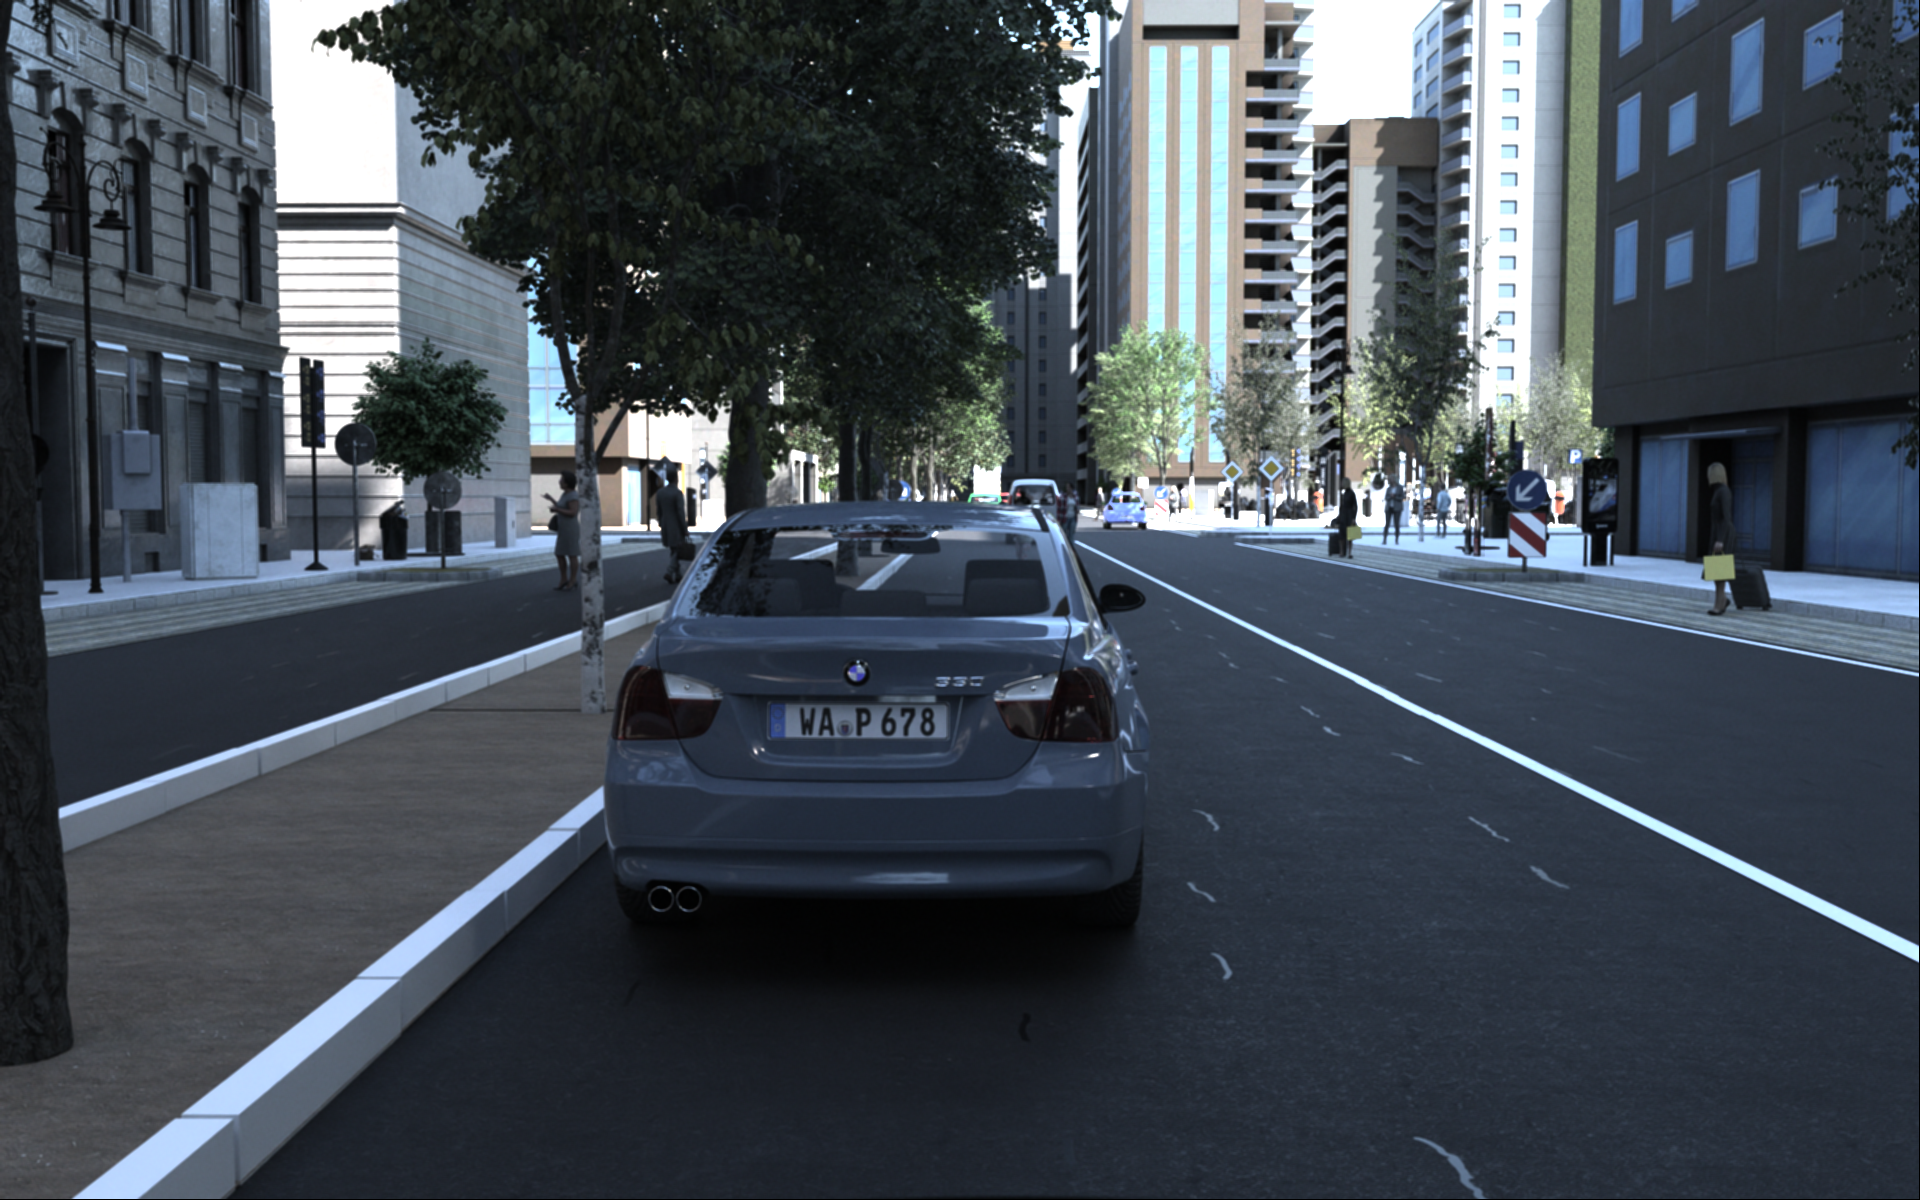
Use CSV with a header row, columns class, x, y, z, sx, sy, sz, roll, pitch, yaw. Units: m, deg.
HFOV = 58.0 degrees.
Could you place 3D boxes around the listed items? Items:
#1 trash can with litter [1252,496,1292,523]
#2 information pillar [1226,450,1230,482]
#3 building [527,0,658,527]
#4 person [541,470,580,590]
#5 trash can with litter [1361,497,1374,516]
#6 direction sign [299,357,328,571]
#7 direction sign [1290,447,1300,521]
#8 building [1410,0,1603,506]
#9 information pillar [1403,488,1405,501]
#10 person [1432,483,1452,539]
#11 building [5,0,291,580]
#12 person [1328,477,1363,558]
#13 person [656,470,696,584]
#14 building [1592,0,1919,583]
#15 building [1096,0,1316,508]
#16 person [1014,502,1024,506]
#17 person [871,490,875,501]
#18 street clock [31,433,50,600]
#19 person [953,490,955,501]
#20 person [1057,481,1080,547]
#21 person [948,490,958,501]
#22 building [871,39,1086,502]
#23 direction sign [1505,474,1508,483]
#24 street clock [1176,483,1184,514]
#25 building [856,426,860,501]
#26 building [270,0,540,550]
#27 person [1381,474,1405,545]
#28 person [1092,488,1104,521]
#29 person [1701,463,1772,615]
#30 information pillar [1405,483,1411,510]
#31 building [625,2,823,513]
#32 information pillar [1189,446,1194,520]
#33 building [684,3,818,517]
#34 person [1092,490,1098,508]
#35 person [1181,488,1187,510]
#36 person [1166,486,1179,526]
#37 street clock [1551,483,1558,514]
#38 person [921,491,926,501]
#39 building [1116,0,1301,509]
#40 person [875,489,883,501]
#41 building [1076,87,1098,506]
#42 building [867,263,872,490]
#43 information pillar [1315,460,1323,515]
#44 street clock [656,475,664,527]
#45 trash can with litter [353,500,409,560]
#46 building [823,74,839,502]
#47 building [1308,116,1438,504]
class,x,y,z,sx,sy,sz,roll,pitch,yaw
trash can with litter,13.942,-4.050,77.270,2.233,1.210,1.678,-1,4,-17
information pillar,13.901,-6.024,89.849,0.183,3.616,0.504,0,4,-4
building,-19.423,-25.795,71.867,14.600,45.320,14.200,0,4,1
person,-5.957,-1.037,25.817,0.532,1.782,0.716,-2,4,-30
trash can with litter,23.744,-5.524,101.697,1.055,1.170,0.624,-1,4,-21
direction sign,-10.865,-2.271,29.135,0.379,3.537,0.876,0,4,3
direction sign,16.025,-5.557,82.856,0.379,3.537,0.876,3,5,41
building,67.709,-40.089,197.455,28.212,58.520,21.231,0,4,1
information pillar,32.999,-8.434,129.254,0.504,3.616,0.183,3,5,45
person,13.953,-2.583,50.085,0.589,1.601,0.330,-2,4,-25
building,-17.864,-10.717,24.375,9.793,20.994,18.267,0,4,1
person,8.673,-1.849,38.950,0.699,1.804,1.509,1,4,10
person,-4.575,-1.181,27.913,0.694,1.812,0.767,3,4,36
building,20.318,-23.151,28.628,14.600,45.320,14.200,0,4,1
building,24.263,-38.581,172.805,21.231,58.520,28.212,0,4,1
person,0.969,-0.876,27.108,0.425,1.301,0.394,2,4,25
person,-9.806,-11.392,193.039,0.721,1.736,1.217,2,4,33
street clock,-10.978,-0.969,20.414,0.471,2.002,0.358,-2,4,-30
person,-0.673,-8.992,156.069,0.434,1.755,0.990,-1,4,-12
person,2.424,-1.804,38.840,0.563,1.720,0.643,-1,4,-17
person,-0.684,-8.087,141.455,1.217,1.736,0.721,2,4,31
building,2.559,-41.982,228.405,28.212,58.520,21.231,0,4,1
direction sign,39.469,-8.106,124.529,0.379,3.537,0.876,-3,5,-39
street clock,14.155,-6.537,111.443,0.471,2.002,0.358,-3,5,-42
building,-22.524,-30.739,194.464,23.993,40.220,32.217,0,4,1
building,-24.301,-12.426,44.960,24.055,21.916,13.314,0,4,1
person,10.982,-2.300,43.838,0.537,1.800,0.526,3,4,39
person,7.400,-5.090,92.116,0.834,1.777,0.661,-1,4,-12
person,9.280,-0.734,20.717,1.509,1.804,0.699,-2,4,-35
information pillar,30.171,-6.862,116.688,0.304,2.012,0.304,-2,4,-25
building,-18.457,-30.069,141.742,14.600,45.320,14.200,0,4,1
information pillar,11.327,-5.707,84.671,0.183,3.616,0.504,1,4,17
building,-19.364,-40.741,104.368,20.563,71.187,20.611,0,4,1
person,12.593,-9.369,159.915,1.217,1.739,0.721,-1,4,-11
person,17.564,-7.994,136.621,0.709,1.838,0.599,0,4,-4
person,9.492,-4.188,77.156,0.526,1.800,0.537,-3,4,-37
street clock,38.388,-6.555,111.738,0.471,2.002,0.358,-1,4,-23
person,-3.757,-10.497,180.863,1.217,1.736,0.721,2,4,25
building,21.285,-30.701,152.072,14.600,45.320,14.200,0,4,1
person,-9.412,-11.780,198.643,1.348,1.824,0.705,-3,5,-44
building,24.642,-35.123,197.966,21.300,48.544,21.600,0,4,1
building,-18.635,-33.206,226.513,14.086,41.232,14.154,0,4,1
information pillar,22.398,-7.130,107.928,0.504,3.616,0.183,1,4,11
street clock,-11.489,-3.790,66.530,0.358,2.002,0.471,-2,4,-33
trash can with litter,-11.237,-1.360,33.626,1.055,1.170,0.624,-1,4,-16
building,-22.042,-32.774,159.550,21.300,48.544,21.600,0,4,1
building,46.377,-33.761,202.107,14.200,45.320,14.600,0,4,1
